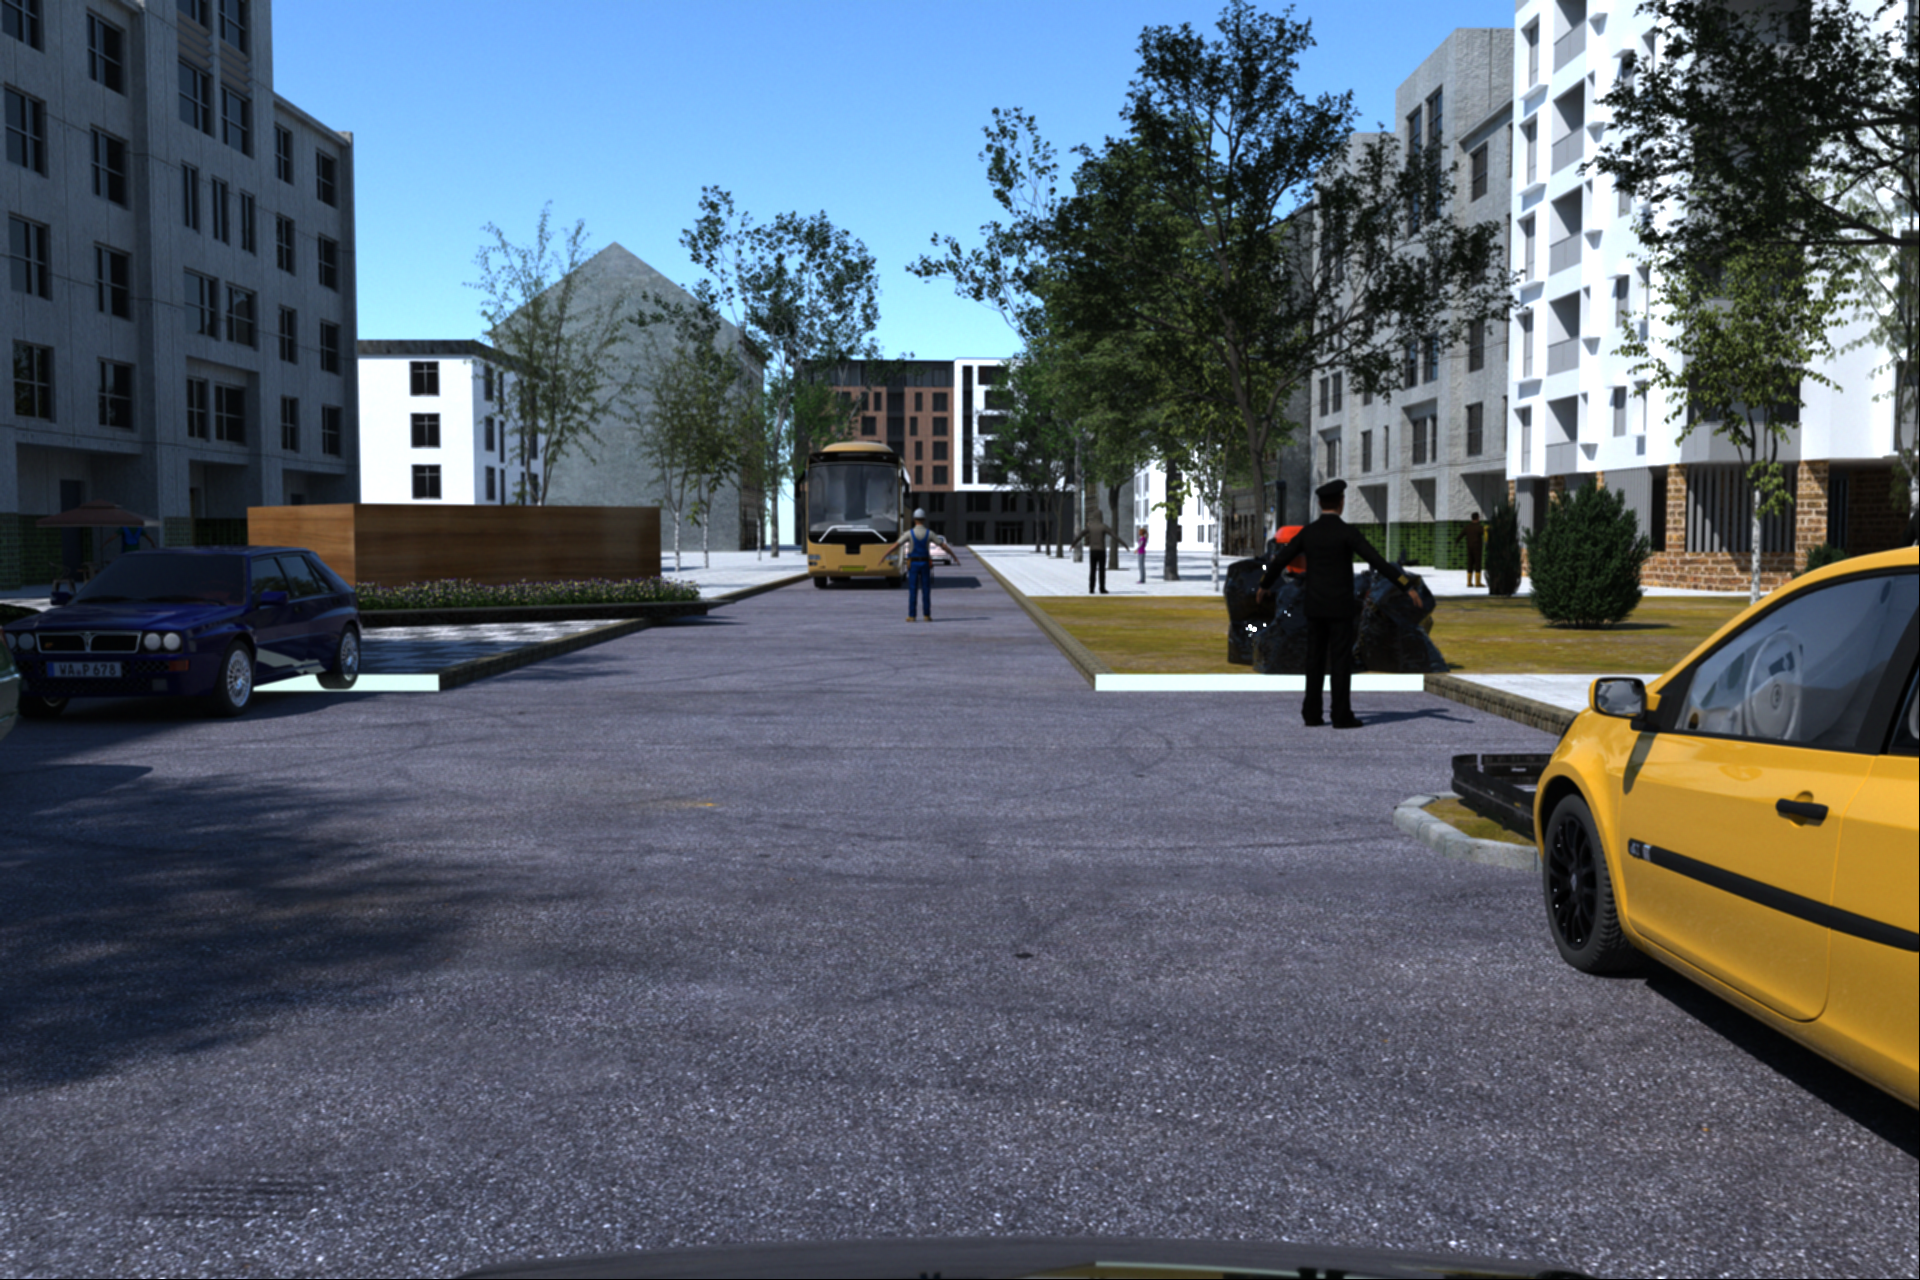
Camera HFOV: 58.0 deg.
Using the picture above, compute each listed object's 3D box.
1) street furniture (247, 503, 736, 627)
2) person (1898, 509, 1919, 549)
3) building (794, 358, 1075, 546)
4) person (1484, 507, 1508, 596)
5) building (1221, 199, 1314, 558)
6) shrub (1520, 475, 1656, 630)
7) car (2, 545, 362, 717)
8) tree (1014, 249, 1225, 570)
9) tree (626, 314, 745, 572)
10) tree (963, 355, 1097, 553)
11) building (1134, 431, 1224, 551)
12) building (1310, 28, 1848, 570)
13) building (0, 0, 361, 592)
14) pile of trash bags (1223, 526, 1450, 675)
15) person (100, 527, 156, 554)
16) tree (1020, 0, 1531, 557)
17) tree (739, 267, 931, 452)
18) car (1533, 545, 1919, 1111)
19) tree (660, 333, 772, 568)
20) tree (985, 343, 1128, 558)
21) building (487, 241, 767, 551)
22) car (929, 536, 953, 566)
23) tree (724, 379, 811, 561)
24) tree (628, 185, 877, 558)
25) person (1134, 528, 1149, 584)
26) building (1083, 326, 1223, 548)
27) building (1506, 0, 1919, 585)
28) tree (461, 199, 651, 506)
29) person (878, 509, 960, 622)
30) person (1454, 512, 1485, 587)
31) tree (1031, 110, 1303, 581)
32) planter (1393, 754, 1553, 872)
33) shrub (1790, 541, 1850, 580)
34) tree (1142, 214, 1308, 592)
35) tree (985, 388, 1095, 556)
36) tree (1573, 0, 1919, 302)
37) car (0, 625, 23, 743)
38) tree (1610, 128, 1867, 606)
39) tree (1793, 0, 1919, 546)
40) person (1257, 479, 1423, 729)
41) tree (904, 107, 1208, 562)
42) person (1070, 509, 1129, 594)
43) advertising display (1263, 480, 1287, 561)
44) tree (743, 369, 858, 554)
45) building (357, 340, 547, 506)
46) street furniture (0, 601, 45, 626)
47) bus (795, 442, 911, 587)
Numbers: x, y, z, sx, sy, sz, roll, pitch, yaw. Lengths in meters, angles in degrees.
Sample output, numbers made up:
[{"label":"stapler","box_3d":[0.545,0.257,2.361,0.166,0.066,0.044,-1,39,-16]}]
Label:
[{"label":"street furniture","box_3d":[-8.813,-1.220,26.793,9.812,1.723,11.010,-3,5,-40]},{"label":"person","box_3d":[8.423,-0.538,14.869,0.705,1.821,1.348,0,4,-5]},{"label":"building","box_3d":[-3.965,-22.414,212.907,32.646,21.610,27.936,0,4,-6]},{"label":"person","box_3d":[11.269,-1.864,36.240,0.705,1.858,1.354,-1,4,-9]},{"label":"building","box_3d":[25.069,-16.135,94.732,19.493,23.208,18.063,0,4,0]},{"label":"shrub","box_3d":[8.472,-1.185,23.408,1.661,2.075,1.752,0,3,0]},{"label":"car","box_3d":[-6.506,-0.134,14.770,1.945,1.354,3.894,0,3,0]},{"label":"tree","box_3d":[5.525,-8.289,61.282,9.928,11.665,9.643,0,3,0]},{"label":"tree","box_3d":[-9.709,-6.616,58.538,4.360,8.622,3.978,0,3,0]},{"label":"tree","box_3d":[5.251,-12.660,117.364,12.009,13.543,11.850,0,3,0]},{"label":"building","box_3d":[20.590,-12.511,146.696,9.099,9.664,28.070,0,3,0]},{"label":"building","box_3d":[25.662,-12.409,69.346,16.747,18.905,31.486,0,3,0]},{"label":"building","box_3d":[-29.845,-10.992,46.177,16.747,18.905,31.486,0,4,0]},{"label":"pile of trash bags","box_3d":[3.581,-0.464,17.339,1.912,1.369,3.447,0,4,-1]},{"label":"person","box_3d":[-19.389,-2.100,40.457,0.704,1.817,1.347,2,4,35]},{"label":"tree","box_3d":[5.156,-5.790,29.084,8.767,10.594,7.601,0,4,5]},{"label":"tree","box_3d":[-8.596,-16.252,121.601,12.611,20.169,13.585,0,3,0]},{"label":"car","box_3d":[2.855,0.349,4.520,2.015,1.641,3.980,0,4,0]},{"label":"tree","box_3d":[-9.343,-6.993,64.693,4.737,8.622,4.395,0,3,0]},{"label":"tree","box_3d":[5.226,-10.161,91.889,9.928,11.665,9.643,0,3,0]},{"label":"building","box_3d":[-25.968,-18.874,139.515,19.493,23.208,18.063,0,4,-1]},{"label":"car","box_3d":[-1.372,-4.152,80.242,2.083,1.381,4.827,0,4,-1]},{"label":"tree","box_3d":[-9.899,-8.123,83.169,4.360,8.622,3.978,0,3,0]},{"label":"tree","box_3d":[-11.272,-14.636,95.192,12.611,20.169,13.585,0,3,0]},{"label":"person","box_3d":[4.671,-2.187,45.028,0.599,1.433,0.991,1,4,17]},{"label":"building","box_3d":[22.249,-20.877,172.275,19.493,23.208,18.063,0,3,0]},{"label":"building","box_3d":[21.828,-11.892,50.847,16.016,20.090,11.380,0,4,0]},{"label":"tree","box_3d":[-9.641,-5.411,38.830,4.360,8.622,3.978,0,3,0]},{"label":"person","box_3d":[-0.664,-1.226,28.365,1.347,1.847,0.705,0,4,-6]},{"label":"person","box_3d":[12.466,-2.186,41.871,0.704,1.812,1.346,-3,4,-38]},{"label":"tree","box_3d":[5.392,-7.903,47.345,7.486,12.596,7.792,0,3,0]},{"label":"planter","box_3d":[3.135,0.793,8.169,1.991,0.319,1.994,0,4,-1]},{"label":"shrub","box_3d":[11.388,-0.715,22.808,1.383,1.207,1.383,0,3,0]},{"label":"tree","box_3d":[5.773,-5.399,38.643,4.737,8.622,4.395,0,3,0]},{"label":"tree","box_3d":[4.954,-10.303,102.874,7.601,10.594,8.767,-2,4,-24]},{"label":"tree","box_3d":[8.672,-4.878,14.174,7.601,10.594,8.767,2,4,27]},{"label":"car","box_3d":[-6.205,0.245,7.790,2.131,1.459,4.920,0,4,0]},{"label":"tree","box_3d":[13.927,-4.905,30.552,4.737,8.622,4.395,0,3,0]},{"label":"tree","box_3d":[12.817,-4.476,23.549,4.360,8.622,3.978,0,3,0]},{"label":"person","box_3d":[2.764,-0.274,12.870,1.347,1.837,0.705,3,5,40]},{"label":"tree","box_3d":[4.005,-13.619,78.552,12.611,20.169,13.585,0,3,0]},{"label":"person","box_3d":[2.976,-1.905,37.279,1.348,1.813,0.705,1,4,23]},{"label":"advertising display","box_3d":[3.847,-0.979,21.227,0.123,1.923,0.974,0,4,1]},{"label":"tree","box_3d":[-9.974,-11.239,109.509,9.928,11.665,9.643,0,3,0]},{"label":"building","box_3d":[-25.703,-8.978,88.933,9.099,9.664,28.070,0,4,-1]},{"label":"street furniture","box_3d":[-12.305,-0.093,17.144,5.734,0.657,10.072,-1,4,-13]},{"label":"bus","box_3d":[-2.776,-3.561,49.775,2.896,3.916,12.252,0,4,-1]}]
